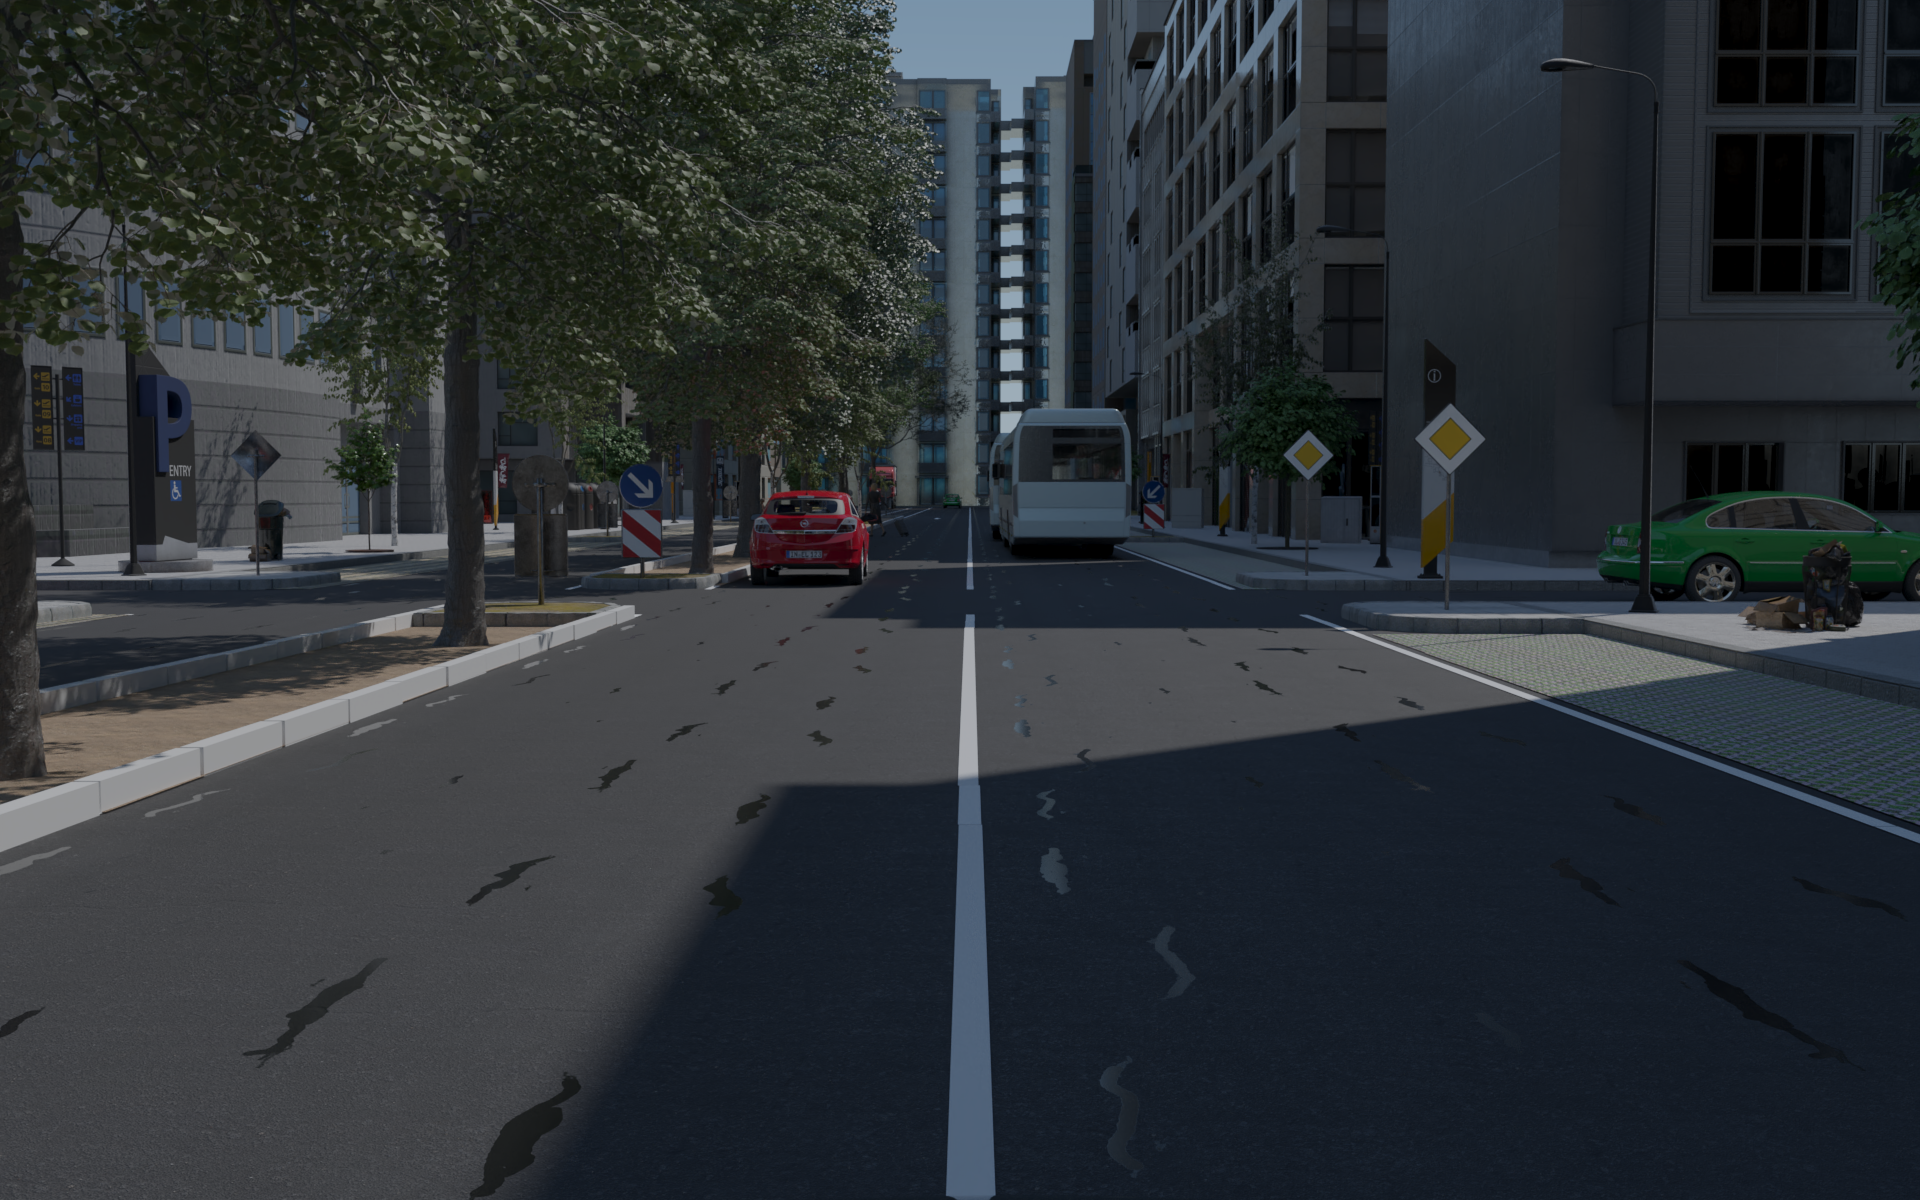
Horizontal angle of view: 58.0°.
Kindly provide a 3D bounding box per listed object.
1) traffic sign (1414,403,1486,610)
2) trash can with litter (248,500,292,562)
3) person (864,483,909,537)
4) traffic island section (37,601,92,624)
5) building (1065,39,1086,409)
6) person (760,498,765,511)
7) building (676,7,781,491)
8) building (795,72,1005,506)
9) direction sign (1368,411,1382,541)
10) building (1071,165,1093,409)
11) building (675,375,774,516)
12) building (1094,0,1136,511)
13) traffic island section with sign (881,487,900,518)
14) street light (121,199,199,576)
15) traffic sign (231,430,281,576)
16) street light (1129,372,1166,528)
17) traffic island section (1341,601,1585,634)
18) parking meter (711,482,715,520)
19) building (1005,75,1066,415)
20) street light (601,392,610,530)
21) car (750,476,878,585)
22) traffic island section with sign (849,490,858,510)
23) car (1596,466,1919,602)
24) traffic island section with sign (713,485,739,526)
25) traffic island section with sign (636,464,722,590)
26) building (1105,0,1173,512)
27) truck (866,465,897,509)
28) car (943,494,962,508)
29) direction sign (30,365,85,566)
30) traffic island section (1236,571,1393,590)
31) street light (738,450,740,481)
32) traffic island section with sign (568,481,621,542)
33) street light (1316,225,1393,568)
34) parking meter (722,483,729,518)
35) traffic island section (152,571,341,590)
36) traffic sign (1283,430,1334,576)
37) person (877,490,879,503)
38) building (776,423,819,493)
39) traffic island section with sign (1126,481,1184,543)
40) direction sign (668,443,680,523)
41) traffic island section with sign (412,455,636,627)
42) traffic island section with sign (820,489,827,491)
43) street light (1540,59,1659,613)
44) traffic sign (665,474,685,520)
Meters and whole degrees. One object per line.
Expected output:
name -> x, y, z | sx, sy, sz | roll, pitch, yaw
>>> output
traffic sign -> 5.390, -0.947, 19.126 | 0.795, 2.450, 0.064 | 0, 4, 0
trash can with litter -> -13.248, -1.334, 33.190 | 0.624, 1.170, 1.055 | 0, 4, -5
person -> -2.531, -3.040, 58.419 | 1.509, 1.804, 0.699 | 2, 4, 25
traffic island section -> -11.127, 0.182, 19.304 | 2.009, 0.180, 2.903 | 0, 4, 0
building -> 17.522, -31.716, 168.668 | 14.600, 45.320, 14.200 | 0, 4, 0
person -> -8.657, -3.854, 76.182 | 0.373, 1.253, 0.362 | 0, 4, -8
building -> -22.103, -29.851, 138.167 | 14.600, 45.320, 14.200 | 0, 4, 0
building -> -9.487, -35.466, 199.483 | 30.456, 49.044, 23.786 | 0, 4, 0
direction sign -> 11.371, -3.386, 47.363 | 0.379, 3.537, 0.876 | 3, 5, 40
building -> 16.795, -23.418, 154.590 | 14.160, 30.474, 14.107 | 0, 4, 0
building -> -28.130, -16.659, 117.419 | 27.650, 21.520, 28.899 | 0, 4, 0
building -> 18.124, -29.963, 140.001 | 14.600, 45.320, 14.200 | 0, 4, 0
traffic island section with sign -> -4.394, -5.744, 102.046 | 2.006, 1.907, 1.989 | 0, 4, 0
street light -> -12.452, -3.334, 27.053 | 1.470, 5.913, 1.316 | 0, 4, 0
traffic sign -> -11.057, -1.442, 27.227 | 0.795, 2.450, 0.064 | 0, 4, 0
street light -> 7.136, -5.714, 65.972 | 1.470, 5.913, 1.316 | 0, 4, 0
traffic island section -> 5.414, 0.188, 19.203 | 2.009, 0.180, 2.903 | 0, 4, 0
parking meter -> -12.447, -4.935, 86.405 | 0.399, 1.863, 0.255 | 3, 5, 43
building -> 20.961, -35.386, 198.164 | 30.456, 49.044, 23.786 | 0, 4, 0
street light -> -12.330, -5.513, 62.681 | 1.470, 5.913, 1.316 | 0, 4, 0
car -> -2.454, -1.208, 28.790 | 2.155, 1.783, 4.494 | 0, 4, -2
traffic island section with sign -> -9.999, -9.086, 157.190 | 1.989, 1.847, 2.006 | 0, 4, 0
car -> 10.784, -0.834, 22.436 | 4.718, 1.807, 1.959 | 0, 4, 1
traffic island section with sign -> -10.452, -4.299, 78.923 | 1.989, 1.847, 2.006 | 0, 4, 0
traffic island section with sign -> -4.823, -1.148, 26.909 | 2.006, 1.907, 1.989 | 0, 4, 0
building -> 24.482, -32.397, 118.929 | 28.713, 52.752, 27.495 | 0, 4, 0
truck -> -7.470, -10.955, 168.024 | 2.839, 4.237, 11.283 | 0, 4, -1
car -> -0.739, -10.082, 173.638 | 1.959, 1.807, 4.718 | 0, 4, 2
direction sign -> -15.994, -2.372, 30.774 | 0.379, 3.537, 0.876 | 3, 5, 40
traffic island section -> 5.461, -0.300, 27.188 | 2.009, 0.180, 2.903 | 0, 4, 0
street light -> -12.100, -7.741, 99.105 | 1.470, 5.913, 1.316 | 0, 4, 0
traffic island section with sign -> -10.613, -2.646, 51.890 | 1.989, 1.847, 2.006 | 0, 4, 0
street light -> 6.858, -3.521, 30.114 | 1.470, 5.913, 1.316 | 0, 4, 0
parking meter -> -12.397, -5.248, 91.521 | 0.255, 1.863, 0.399 | 1, 4, 8
traffic island section -> -11.080, -0.306, 27.289 | 2.009, 0.180, 2.903 | 0, 4, 0
traffic sign -> 5.437, -1.435, 27.111 | 0.795, 2.450, 0.064 | 0, 4, 0
person -> -6.601, -7.796, 136.700 | 1.217, 1.736, 0.721 | 2, 4, 34
building -> -30.051, -52.062, 163.883 | 31.000, 86.520, 22.319 | 0, 4, 0
traffic island section with sign -> 5.604, -2.640, 51.786 | 1.989, 1.847, 2.006 | 0, 4, 0
direction sign -> -12.542, -5.138, 76.009 | 0.379, 3.537, 0.876 | -3, 5, -44
traffic island section with sign -> -4.876, -0.695, 19.502 | 2.006, 1.907, 1.989 | 0, 4, 0
traffic island section with sign -> -10.157, -7.368, 129.102 | 1.989, 1.847, 2.006 | 0, 4, 0
street light -> 6.895, -2.821, 18.660 | 1.470, 5.913, 1.316 | 0, 4, 0
traffic sign -> -12.733, -4.730, 77.343 | 0.884, 2.594, 0.081 | 0, 4, 3
